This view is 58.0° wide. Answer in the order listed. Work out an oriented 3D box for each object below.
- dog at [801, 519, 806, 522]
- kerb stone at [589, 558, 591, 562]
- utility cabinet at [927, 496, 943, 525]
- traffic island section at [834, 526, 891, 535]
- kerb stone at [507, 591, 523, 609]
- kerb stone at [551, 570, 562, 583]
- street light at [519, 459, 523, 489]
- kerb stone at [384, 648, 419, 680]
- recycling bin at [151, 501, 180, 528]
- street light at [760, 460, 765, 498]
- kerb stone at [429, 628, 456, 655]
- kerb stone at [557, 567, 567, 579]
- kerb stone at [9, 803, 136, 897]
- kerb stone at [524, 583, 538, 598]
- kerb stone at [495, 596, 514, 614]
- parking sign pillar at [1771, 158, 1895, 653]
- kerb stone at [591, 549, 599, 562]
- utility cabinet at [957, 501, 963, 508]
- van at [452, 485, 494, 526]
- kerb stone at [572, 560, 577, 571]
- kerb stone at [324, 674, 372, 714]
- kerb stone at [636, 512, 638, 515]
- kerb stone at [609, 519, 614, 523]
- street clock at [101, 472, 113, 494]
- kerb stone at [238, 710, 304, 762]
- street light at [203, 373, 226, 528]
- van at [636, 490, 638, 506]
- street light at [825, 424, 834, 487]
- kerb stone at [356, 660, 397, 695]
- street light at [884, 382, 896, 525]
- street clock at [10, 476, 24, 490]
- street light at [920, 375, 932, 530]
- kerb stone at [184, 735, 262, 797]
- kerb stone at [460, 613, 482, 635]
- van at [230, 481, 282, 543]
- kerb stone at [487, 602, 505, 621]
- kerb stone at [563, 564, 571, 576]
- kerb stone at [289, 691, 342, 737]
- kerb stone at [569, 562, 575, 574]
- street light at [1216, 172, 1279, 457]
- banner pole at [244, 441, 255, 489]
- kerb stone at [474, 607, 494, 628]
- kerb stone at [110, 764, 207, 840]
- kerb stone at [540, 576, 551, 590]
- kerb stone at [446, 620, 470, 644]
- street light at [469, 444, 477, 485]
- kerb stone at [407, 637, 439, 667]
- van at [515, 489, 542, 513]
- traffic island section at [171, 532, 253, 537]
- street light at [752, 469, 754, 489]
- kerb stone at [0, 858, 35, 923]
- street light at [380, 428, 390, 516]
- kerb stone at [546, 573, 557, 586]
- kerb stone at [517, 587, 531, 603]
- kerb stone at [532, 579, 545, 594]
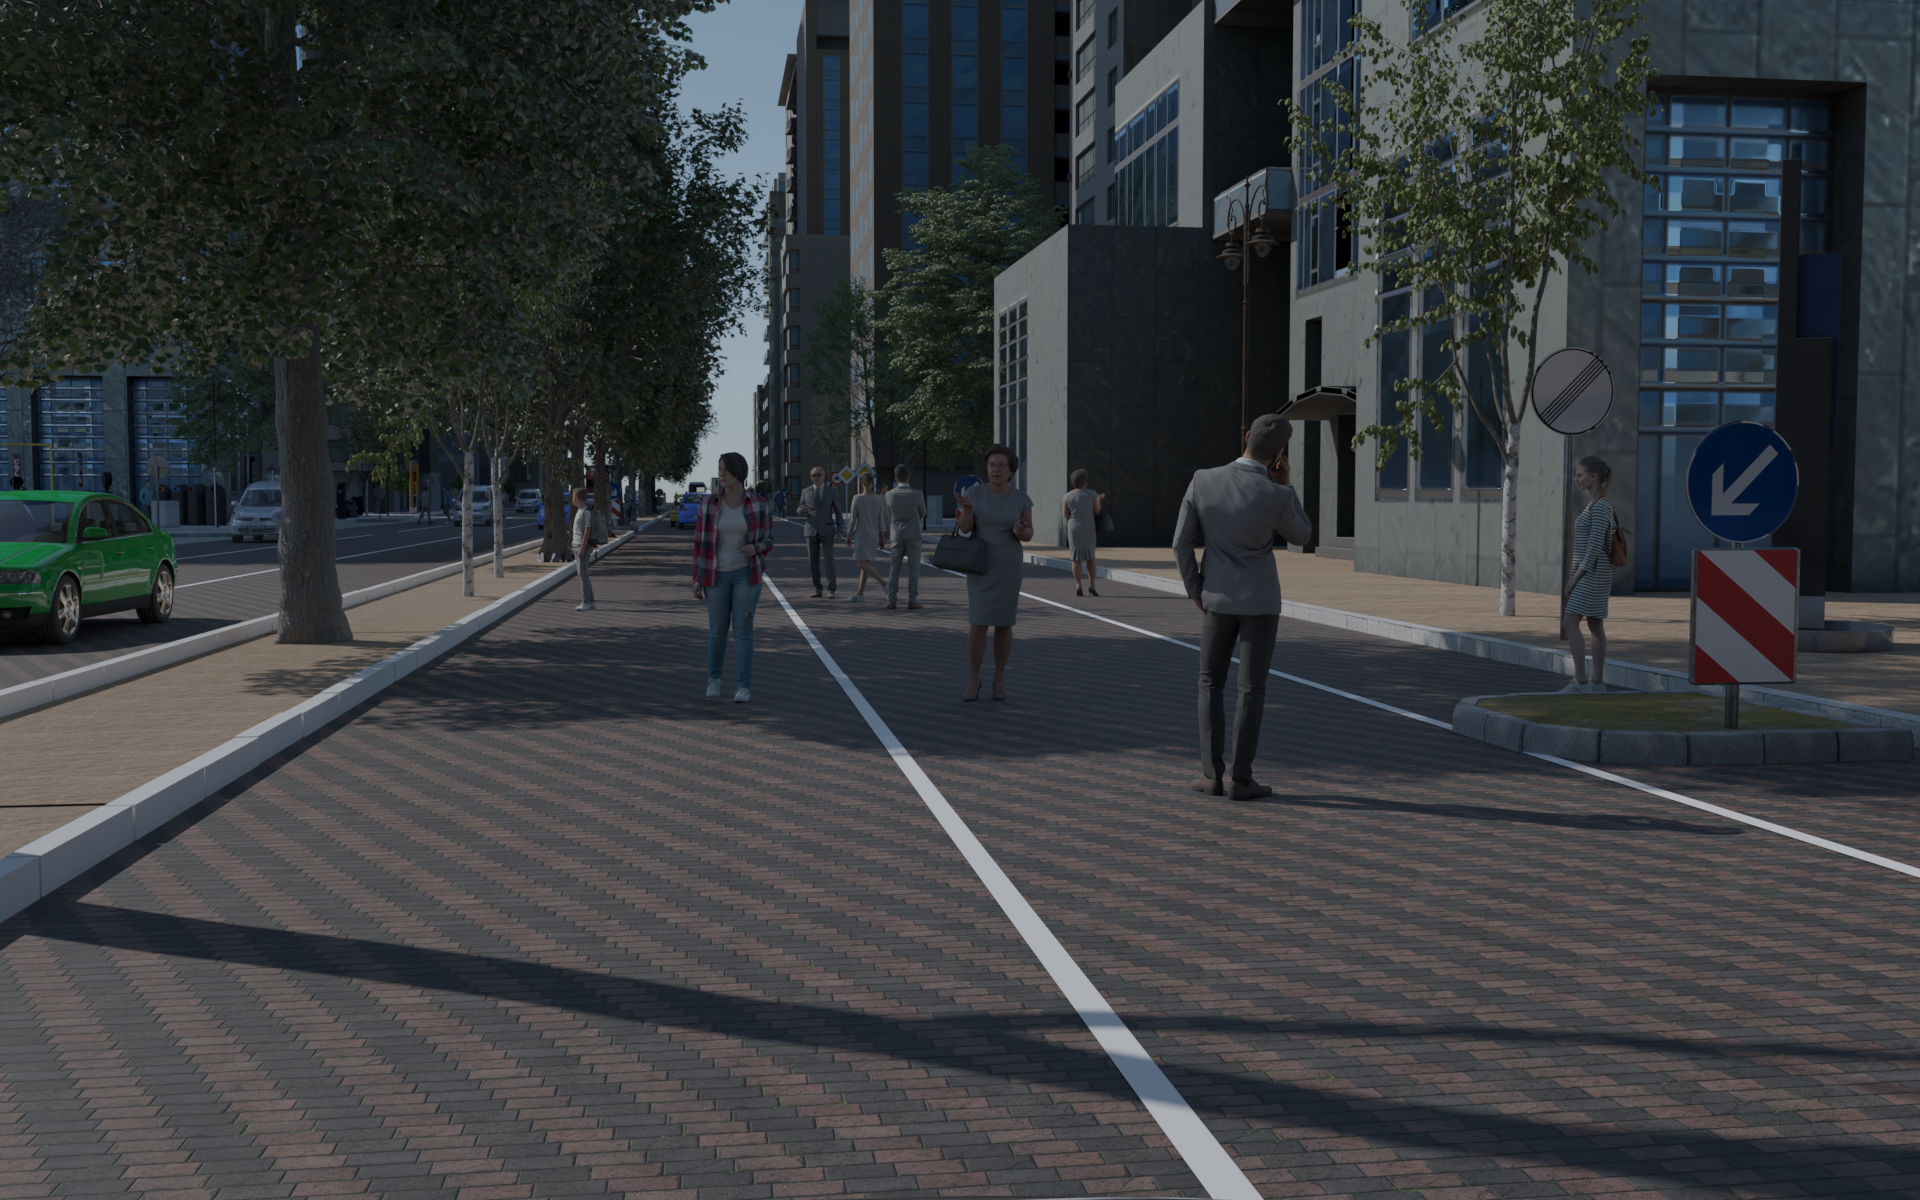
[{"bbox_3d":[-7.812,-4.238,89.478,0.748,0.427,0.550,1,4,14],"label":"dog"},{"bbox_3d":[-7.621,-0.786,35.042,0.120,0.150,1.000,-1,4,-8],"label":"kerb stone"},{"bbox_3d":[-1.055,-3.730,72.148,0.306,1.237,1.020,-1,4,-23],"label":"utility cabinet"},{"bbox_3d":[-3.320,-2.407,61.634,2.009,0.180,2.903,-1,4,-8],"label":"traffic island section"},{"bbox_3d":[-5.661,0.021,21.852,0.120,0.150,1.000,-1,4,-8],"label":"kerb stone"},{"bbox_3d":[-6.563,-0.351,27.938,0.120,0.150,1.000,-1,4,-8],"label":"kerb stone"},{"bbox_3d":[-44.973,-12.545,177.897,0.468,5.910,1.993,-1,4,-8],"label":"street light"},{"bbox_3d":[-4.451,0.520,13.733,0.120,0.150,1.000,-1,4,-8],"label":"kerb stone"},{"bbox_3d":[-30.395,-3.285,66.256,0.722,1.027,0.722,2,4,25],"label":"recycling bin"},{"bbox_3d":[-26.140,-15.607,227.960,0.468,5.910,1.993,-1,4,-8],"label":"street light"},{"bbox_3d":[-4.748,0.393,15.767,0.120,0.150,1.000,-1,4,-8],"label":"kerb stone"},{"bbox_3d":[-6.719,-0.412,28.958,0.120,0.150,1.000,-1,4,-8],"label":"kerb stone"},{"bbox_3d":[-3.394,0.952,6.635,0.120,0.150,1.000,-1,4,-8],"label":"kerb stone"},{"bbox_3d":[-5.964,-0.102,23.886,0.120,0.150,1.000,-1,4,-8],"label":"kerb stone"},{"bbox_3d":[-5.511,0.083,20.835,0.120,0.150,1.000,-1,4,-8],"label":"kerb stone"},{"bbox_3d":[7.085,-1.594,14.542,1.447,3.967,1.447,2,4,26],"label":"parking sign pillar"},{"bbox_3d":[-8.077,-0.972,38.081,0.120,0.150,1.000,-1,4,-8],"label":"kerb stone"},{"bbox_3d":[0.386,-4.226,77.772,1.173,1.500,0.318,3,5,43],"label":"utility cabinet"},{"bbox_3d":[-22.118,-4.413,79.164,2.013,2.044,4.112,-1,4,-9],"label":"van"},{"bbox_3d":[-7.177,-0.596,31.999,0.120,0.150,1.000,-1,4,-8],"label":"kerb stone"},{"bbox_3d":[-4.149,0.642,11.700,0.120,0.150,1.000,-1,4,-8],"label":"kerb stone"},{"bbox_3d":[-23.389,-6.376,126.529,0.120,0.150,1.000,-1,4,-8],"label":"kerb stone"},{"bbox_3d":[-17.642,-4.021,88.000,0.120,0.150,1.000,-1,4,-8],"label":"kerb stone"},{"bbox_3d":[-28.027,-3.203,56.943,0.358,2.002,0.471,-3,5,-41],"label":"street clock"},{"bbox_3d":[-3.852,0.766,9.667,0.120,0.150,1.000,-1,4,-8],"label":"kerb stone"},{"bbox_3d":[-28.424,-5.707,66.096,0.468,5.910,1.993,-1,4,-8],"label":"street light"},{"bbox_3d":[-32.198,-10.098,172.119,2.013,2.044,4.112,0,4,-7],"label":"van"},{"bbox_3d":[-8.082,-8.241,107.532,0.468,5.910,1.993,-1,4,-8],"label":"street light"},{"bbox_3d":[-4.303,0.580,12.710,0.120,0.150,1.000,-1,4,-8],"label":"kerb stone"},{"bbox_3d":[-2.824,-6.045,71.626,0.468,5.910,1.993,-1,4,-8],"label":"street light"},{"bbox_3d":[-38.234,-4.016,70.238,0.471,2.002,0.358,-3,5,-40],"label":"street clock"},{"bbox_3d":[-1.245,-5.400,61.086,0.468,5.910,1.993,-1,4,-8],"label":"street light"},{"bbox_3d":[-3.693,0.832,8.657,0.120,0.150,1.000,-1,4,-8],"label":"kerb stone"},{"bbox_3d":[-5.064,0.269,17.793,0.120,0.150,1.000,-1,4,-8],"label":"kerb stone"},{"bbox_3d":[-20.883,-2.783,52.513,2.013,2.044,4.112,-1,4,-10],"label":"van"},{"bbox_3d":[-5.358,0.153,19.824,0.120,0.150,1.000,-1,4,-8],"label":"kerb stone"},{"bbox_3d":[-6.873,-0.475,29.969,0.120,0.150,1.000,-1,4,-8],"label":"kerb stone"},{"bbox_3d":[-3.996,0.708,10.683,0.120,0.150,1.000,-1,4,-8],"label":"kerb stone"},{"bbox_3d":[-7.027,-0.536,30.986,0.120,0.150,1.000,-1,4,-8],"label":"kerb stone"},{"bbox_3d":[4.170,-3.212,25.302,0.468,5.910,1.993,-1,4,-8],"label":"street light"},{"bbox_3d":[-32.710,-5.499,79.931,0.863,3.779,0.401,0,4,7],"label":"banner pole"},{"bbox_3d":[-5.209,0.207,18.805,0.120,0.150,1.000,-1,4,-8],"label":"kerb stone"},{"bbox_3d":[-3.541,0.891,7.646,0.120,0.150,1.000,-1,4,-8],"label":"kerb stone"},{"bbox_3d":[-6.262,-0.227,25.908,0.120,0.150,1.000,-1,4,-8],"label":"kerb stone"},{"bbox_3d":[-4.901,0.331,16.784,0.120,0.150,1.000,-1,4,-8],"label":"kerb stone"},{"bbox_3d":[-39.609,-10.339,141.835,0.468,5.910,1.993,-1,4,-8],"label":"street light"},{"bbox_3d":[-4.599,0.455,14.749,0.120,0.150,1.000,-1,4,-8],"label":"kerb stone"},{"bbox_3d":[-33.622,-7.834,135.103,2.013,2.044,4.112,0,4,-7],"label":"van"},{"bbox_3d":[-25.122,-2.209,58.401,2.009,0.180,2.903,-1,4,-8],"label":"traffic island section"},{"bbox_3d":[-31.591,-17.848,264.608,0.468,5.910,1.993,-1,4,-8],"label":"street light"},{"bbox_3d":[-3.243,1.014,5.624,0.120,0.150,1.000,-1,4,-8],"label":"kerb stone"},{"bbox_3d":[-33.716,-7.897,101.898,0.468,5.910,1.993,-1,4,-8],"label":"street light"},{"bbox_3d":[-6.413,-0.285,26.924,0.120,0.150,1.000,-1,4,-8],"label":"kerb stone"},{"bbox_3d":[-5.810,-0.039,22.875,0.120,0.150,1.000,-1,4,-8],"label":"kerb stone"},{"bbox_3d":[-6.115,-0.165,24.897,0.120,0.150,1.000,-1,4,-8],"label":"kerb stone"}]
